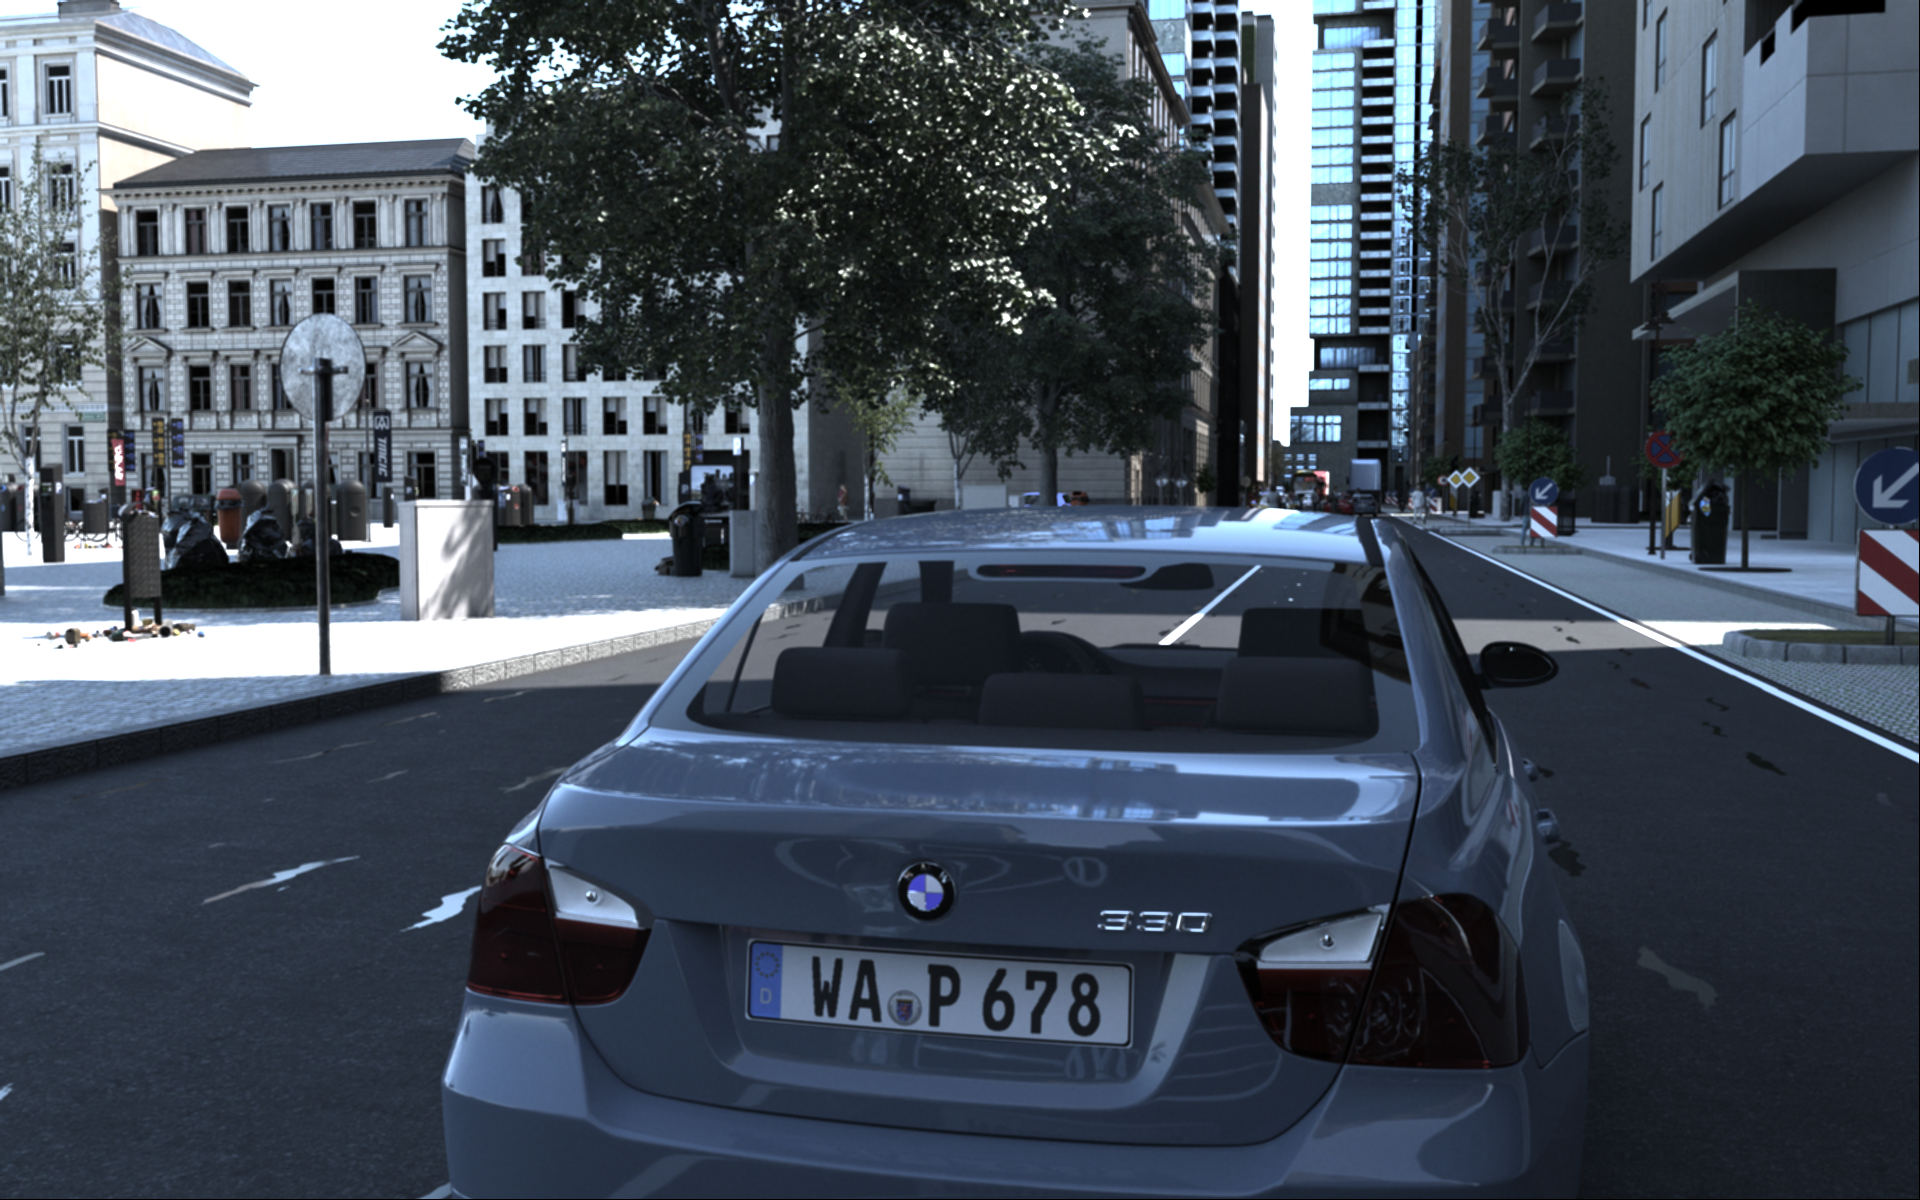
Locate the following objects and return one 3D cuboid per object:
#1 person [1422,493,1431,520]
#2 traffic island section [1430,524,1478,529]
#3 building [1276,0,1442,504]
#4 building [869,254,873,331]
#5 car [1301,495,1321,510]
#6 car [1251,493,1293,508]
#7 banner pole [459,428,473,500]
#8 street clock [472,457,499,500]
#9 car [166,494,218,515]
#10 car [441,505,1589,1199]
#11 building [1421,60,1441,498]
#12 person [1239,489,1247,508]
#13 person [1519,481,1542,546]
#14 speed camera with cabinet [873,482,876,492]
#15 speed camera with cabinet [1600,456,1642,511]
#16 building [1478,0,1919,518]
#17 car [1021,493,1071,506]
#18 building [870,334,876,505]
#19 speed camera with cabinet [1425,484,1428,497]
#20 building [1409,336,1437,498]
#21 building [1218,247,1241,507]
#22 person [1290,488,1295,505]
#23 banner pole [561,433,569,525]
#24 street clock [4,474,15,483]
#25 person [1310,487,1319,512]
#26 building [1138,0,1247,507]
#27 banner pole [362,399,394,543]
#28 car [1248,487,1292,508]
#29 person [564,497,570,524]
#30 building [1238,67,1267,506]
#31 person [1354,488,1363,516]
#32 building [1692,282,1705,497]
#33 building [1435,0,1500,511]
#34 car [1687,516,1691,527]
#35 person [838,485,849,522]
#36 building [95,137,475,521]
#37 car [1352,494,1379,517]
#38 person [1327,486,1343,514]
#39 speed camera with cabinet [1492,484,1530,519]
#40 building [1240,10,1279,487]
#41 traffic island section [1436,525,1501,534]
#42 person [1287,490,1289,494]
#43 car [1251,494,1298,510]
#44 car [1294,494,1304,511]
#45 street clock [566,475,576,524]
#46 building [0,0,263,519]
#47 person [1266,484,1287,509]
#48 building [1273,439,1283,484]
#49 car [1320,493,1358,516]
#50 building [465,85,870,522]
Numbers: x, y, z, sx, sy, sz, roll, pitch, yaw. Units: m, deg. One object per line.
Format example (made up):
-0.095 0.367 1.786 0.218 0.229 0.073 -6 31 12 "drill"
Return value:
25.307 -5.060 93.830 0.503 1.515 0.523 3 5 40 "person"
20.532 -3.023 71.705 2.009 0.180 2.903 1 4 13 "traffic island section"
59.690 -56.459 235.771 31.000 86.520 22.319 1 4 13 "building"
-10.627 -36.595 252.947 28.867 44.769 22.147 1 4 13 "building"
31.071 -8.615 153.215 2.083 1.381 4.827 1 4 11 "car"
14.686 -4.396 81.460 1.945 1.707 3.694 1 4 12 "car"
-18.753 -4.641 65.896 0.863 3.779 0.401 2 4 33 "banner pole"
-9.394 -1.820 34.327 0.471 2.002 0.358 0 4 1 "street clock"
-33.924 -4.208 78.580 4.222 1.686 2.009 1 4 11 "car"
0.472 0.470 4.311 2.014 1.417 4.499 1 4 14 "car"
57.685 -31.625 171.696 22.147 44.769 28.867 1 4 13 "building"
15.661 -5.290 95.993 0.522 1.701 0.512 -3 4 -36 "person"
14.983 -2.237 45.428 0.623 1.781 0.721 1 4 21 "person"
-5.730 -7.878 123.141 0.660 3.252 2.038 1 4 9 "speed camera with cabinet"
34.456 -5.869 90.292 2.038 3.252 0.660 0 4 7 "speed camera with cabinet"
42.807 -27.479 103.910 22.147 44.769 28.867 1 4 13 "building"
2.970 -3.773 71.276 3.694 1.707 1.945 1 4 14 "car"
-4.106 -22.778 217.451 28.899 21.520 27.650 1 4 13 "building"
35.933 -8.455 132.567 0.660 3.252 2.038 1 4 15 "speed camera with cabinet"
67.003 -21.750 200.650 27.650 21.520 28.899 1 4 13 "building"
15.529 -18.824 137.453 12.332 23.373 15.834 1 4 13 "building"
20.552 -6.047 107.375 0.388 1.821 0.555 -2 4 -26 "person"
-16.201 -4.959 71.101 0.401 3.779 0.863 1 4 8 "banner pole"
-34.073 -3.521 62.130 0.471 2.002 0.358 3 5 42 "street clock"
21.523 -5.932 105.336 0.661 1.843 0.795 -3 5 -42 "person"
16.576 -52.085 164.256 22.319 86.520 31.000 1 4 13 "building"
-15.452 -3.418 45.901 0.863 3.779 0.401 0 4 -4 "banner pole"
16.626 -5.134 92.618 2.281 1.827 5.304 1 4 14 "car"
-17.344 -3.917 76.826 0.394 1.301 0.425 1 4 19 "person"
25.664 -32.839 187.026 14.600 45.320 14.200 1 4 13 "building"
26.005 -6.415 113.479 0.850 1.850 0.679 3 4 36 "person"
48.972 -32.575 74.605 28.212 58.520 21.231 1 4 13 "building"
44.885 -29.679 135.359 14.600 45.320 14.200 1 4 13 "building"
30.493 -3.306 66.413 4.827 1.381 2.083 1 4 14 "car"
-4.876 -3.927 72.679 0.580 1.828 0.573 3 5 44 "person"
-32.021 -13.707 88.735 19.286 19.102 10.561 1 4 13 "building"
25.125 -5.873 108.025 2.014 1.417 4.499 1 4 14 "car"
19.456 -4.997 90.167 0.822 1.834 0.622 3 5 39 "person"
28.125 -5.744 88.252 2.038 3.252 0.660 -2 4 -25 "speed camera with cabinet"
24.405 -41.039 212.980 28.212 58.520 21.231 1 4 13 "building"
18.789 -2.546 63.912 2.009 0.180 2.903 1 4 13 "traffic island section"
27.343 -8.292 144.349 0.850 1.792 0.678 1 4 12 "person"
14.031 -4.092 77.128 2.015 1.641 3.980 1 4 13 "car"
23.504 -6.946 123.357 2.009 1.686 4.222 1 4 13 "car"
-14.765 -3.744 65.790 0.358 2.002 0.471 1 4 11 "street clock"
-50.859 -18.872 94.469 20.117 28.700 13.634 1 4 13 "building"
10.840 -3.076 59.144 0.716 1.782 0.532 2 4 29 "person"
31.822 -40.180 246.186 27.495 52.752 28.713 1 4 13 "building"
22.124 -5.636 101.195 2.155 1.783 4.494 1 4 14 "car"
-13.934 -14.085 85.038 16.860 20.320 10.420 1 4 13 "building"
